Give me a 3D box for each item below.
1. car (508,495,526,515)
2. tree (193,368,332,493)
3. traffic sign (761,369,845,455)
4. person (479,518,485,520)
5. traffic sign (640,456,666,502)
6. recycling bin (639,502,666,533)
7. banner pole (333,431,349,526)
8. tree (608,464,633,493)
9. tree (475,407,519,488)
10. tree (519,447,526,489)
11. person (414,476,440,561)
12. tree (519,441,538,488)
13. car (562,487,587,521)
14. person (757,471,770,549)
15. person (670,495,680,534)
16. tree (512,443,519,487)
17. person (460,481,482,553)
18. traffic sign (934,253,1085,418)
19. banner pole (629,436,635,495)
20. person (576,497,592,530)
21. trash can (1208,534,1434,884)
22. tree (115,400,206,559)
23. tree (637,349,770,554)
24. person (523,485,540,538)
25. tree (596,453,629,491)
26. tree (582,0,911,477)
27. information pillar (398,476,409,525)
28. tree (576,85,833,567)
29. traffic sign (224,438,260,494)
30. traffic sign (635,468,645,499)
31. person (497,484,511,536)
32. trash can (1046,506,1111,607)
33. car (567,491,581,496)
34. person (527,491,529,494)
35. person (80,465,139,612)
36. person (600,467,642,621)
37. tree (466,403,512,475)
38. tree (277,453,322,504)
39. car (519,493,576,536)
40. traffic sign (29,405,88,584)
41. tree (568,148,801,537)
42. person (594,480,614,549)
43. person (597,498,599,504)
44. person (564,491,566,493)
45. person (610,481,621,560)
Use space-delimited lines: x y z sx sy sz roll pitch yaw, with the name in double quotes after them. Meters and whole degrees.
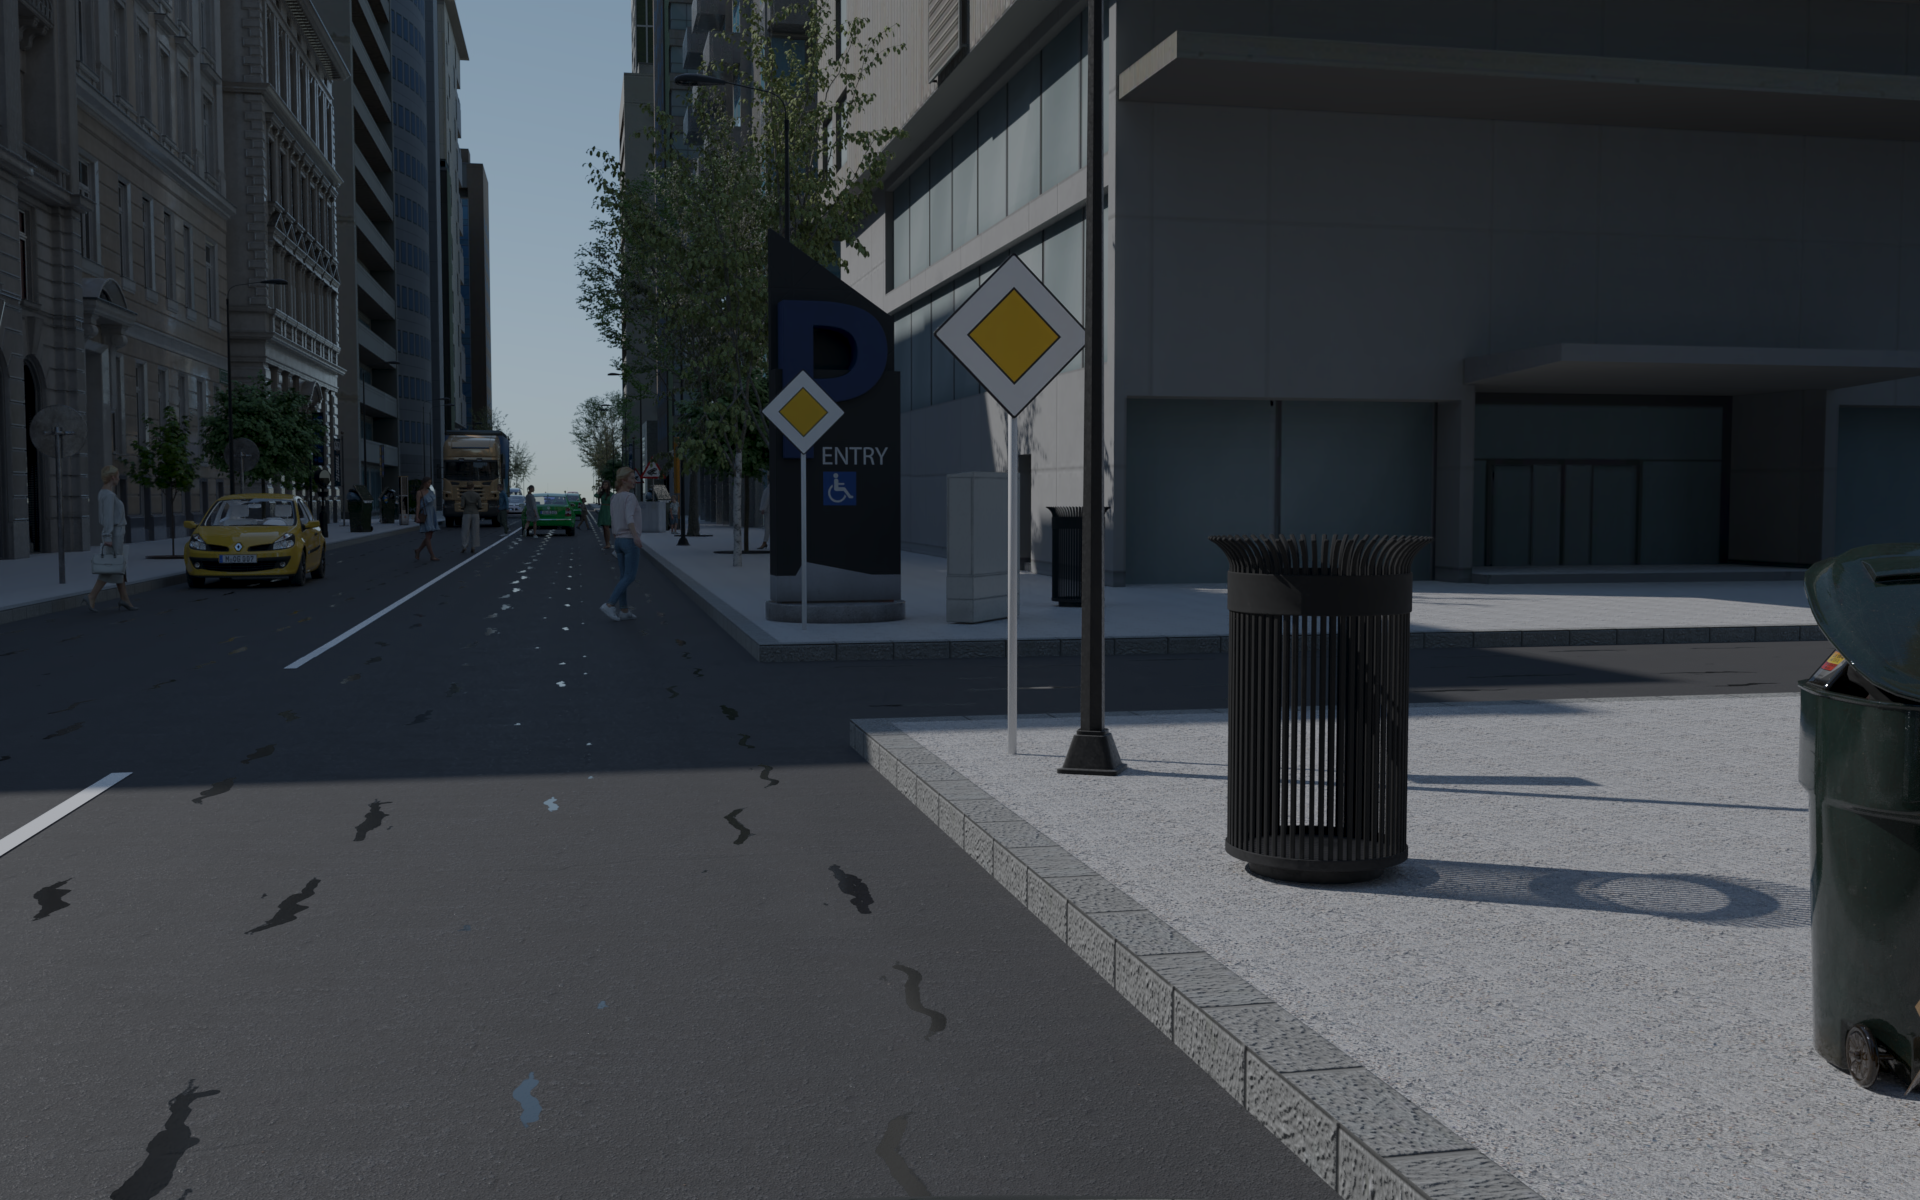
-26.918 -5.646 104.672 2.083 1.381 4.827 -1 4 -14 "car"
-18.196 -3.760 45.182 4.285 4.588 4.351 0 3 0 "tree"
-1.445 -0.860 16.253 0.795 2.593 0.064 -1 4 -12 "traffic sign"
-26.488 -5.310 96.026 1.217 1.736 0.721 -2 4 -28 "person"
-10.529 -3.633 59.410 0.884 2.594 0.081 0 4 -3 "traffic sign"
-10.267 -2.767 57.797 0.722 1.027 0.722 1 4 8 "recycling bin"
-24.625 -4.817 68.781 0.401 3.779 0.863 1 4 13 "banner pole"
-21.651 -7.103 110.737 1.663 3.219 1.824 0 3 0 "tree"
-40.013 -12.004 146.624 4.737 8.622 4.395 0 3 0 "tree"
-51.200 -15.087 197.040 4.737 8.622 4.395 0 3 0 "tree"
-11.490 -1.747 37.162 0.778 1.811 0.616 2 4 31 "person"
-59.531 -17.380 234.519 4.360 8.622 3.978 0 3 0 "tree"
-21.294 -5.219 94.134 1.959 1.807 4.718 -1 4 -12 "car"
-4.343 -2.106 40.351 0.818 1.842 0.514 -1 4 -16 "person"
-9.143 -2.740 55.528 0.332 1.250 0.352 0 4 -8 "person"
-47.676 -13.867 177.095 4.360 8.622 3.978 0 3 0 "tree"
-11.972 -2.039 42.380 0.519 1.759 0.362 -1 4 -22 "person"
0.282 -0.383 8.456 0.795 2.593 0.064 -1 4 -12 "traffic sign"
-14.258 -5.220 75.356 0.401 3.779 0.863 -2 4 -31 "banner pole"
-15.026 -3.450 69.180 0.640 1.303 0.475 -1 4 -23 "person"
1.214 0.353 5.880 0.748 1.137 0.748 0 3 0 "trash can"
-15.663 -2.446 34.595 1.663 3.219 1.824 0 3 0 "tree"
-4.622 -3.294 37.571 4.285 4.588 4.351 0 3 0 "tree"
-13.933 -2.875 56.255 0.466 1.731 0.760 1 4 11 "person"
-27.158 -9.411 137.587 4.285 4.588 4.351 0 3 0 "tree"
-2.687 -4.490 23.770 4.737 8.622 4.395 0 3 0 "tree"
-22.918 -4.088 71.333 0.304 2.012 0.304 -3 4 -38 "information pillar"
-4.130 -4.909 30.619 4.360 8.622 3.978 0 3 0 "tree"
-16.302 -2.399 39.337 0.768 2.556 0.104 -1 4 -10 "traffic sign"
-16.086 -5.258 85.976 0.884 2.594 0.081 0 4 -3 "traffic sign"
-15.468 -3.053 58.762 0.444 1.785 0.601 -1 4 -20 "person"
1.353 -0.499 19.814 0.748 1.137 0.748 0 3 0 "trash can"
-53.311 -14.057 238.503 2.281 1.827 5.304 -1 4 -12 "car"
-47.173 -11.057 189.810 0.750 1.759 0.617 1 4 12 "person"
-10.388 -0.750 21.121 0.624 1.780 0.694 -1 4 -22 "person"
-3.825 -0.637 19.589 0.731 1.740 0.598 3 5 40 "person"
-39.042 -11.657 140.950 4.360 8.622 3.978 0 3 0 "tree"
-20.127 -3.599 53.439 1.663 3.219 1.824 0 3 0 "tree"
-14.389 -3.159 60.438 1.959 1.807 4.718 -1 4 -14 "car"
-12.850 -1.505 24.716 0.768 2.556 0.104 -1 4 -10 "traffic sign"
-7.886 -7.719 51.966 9.928 11.665 9.643 0 3 0 "tree"
-9.273 -2.248 45.495 0.600 1.795 0.529 0 4 2 "person"
-48.963 -13.961 234.234 0.705 1.831 1.348 -2 4 -24 "person"
-42.715 -10.933 187.342 0.705 1.814 1.350 -3 5 -41 "person"
-7.330 -1.725 37.380 0.731 1.740 0.598 1 4 22 "person"
